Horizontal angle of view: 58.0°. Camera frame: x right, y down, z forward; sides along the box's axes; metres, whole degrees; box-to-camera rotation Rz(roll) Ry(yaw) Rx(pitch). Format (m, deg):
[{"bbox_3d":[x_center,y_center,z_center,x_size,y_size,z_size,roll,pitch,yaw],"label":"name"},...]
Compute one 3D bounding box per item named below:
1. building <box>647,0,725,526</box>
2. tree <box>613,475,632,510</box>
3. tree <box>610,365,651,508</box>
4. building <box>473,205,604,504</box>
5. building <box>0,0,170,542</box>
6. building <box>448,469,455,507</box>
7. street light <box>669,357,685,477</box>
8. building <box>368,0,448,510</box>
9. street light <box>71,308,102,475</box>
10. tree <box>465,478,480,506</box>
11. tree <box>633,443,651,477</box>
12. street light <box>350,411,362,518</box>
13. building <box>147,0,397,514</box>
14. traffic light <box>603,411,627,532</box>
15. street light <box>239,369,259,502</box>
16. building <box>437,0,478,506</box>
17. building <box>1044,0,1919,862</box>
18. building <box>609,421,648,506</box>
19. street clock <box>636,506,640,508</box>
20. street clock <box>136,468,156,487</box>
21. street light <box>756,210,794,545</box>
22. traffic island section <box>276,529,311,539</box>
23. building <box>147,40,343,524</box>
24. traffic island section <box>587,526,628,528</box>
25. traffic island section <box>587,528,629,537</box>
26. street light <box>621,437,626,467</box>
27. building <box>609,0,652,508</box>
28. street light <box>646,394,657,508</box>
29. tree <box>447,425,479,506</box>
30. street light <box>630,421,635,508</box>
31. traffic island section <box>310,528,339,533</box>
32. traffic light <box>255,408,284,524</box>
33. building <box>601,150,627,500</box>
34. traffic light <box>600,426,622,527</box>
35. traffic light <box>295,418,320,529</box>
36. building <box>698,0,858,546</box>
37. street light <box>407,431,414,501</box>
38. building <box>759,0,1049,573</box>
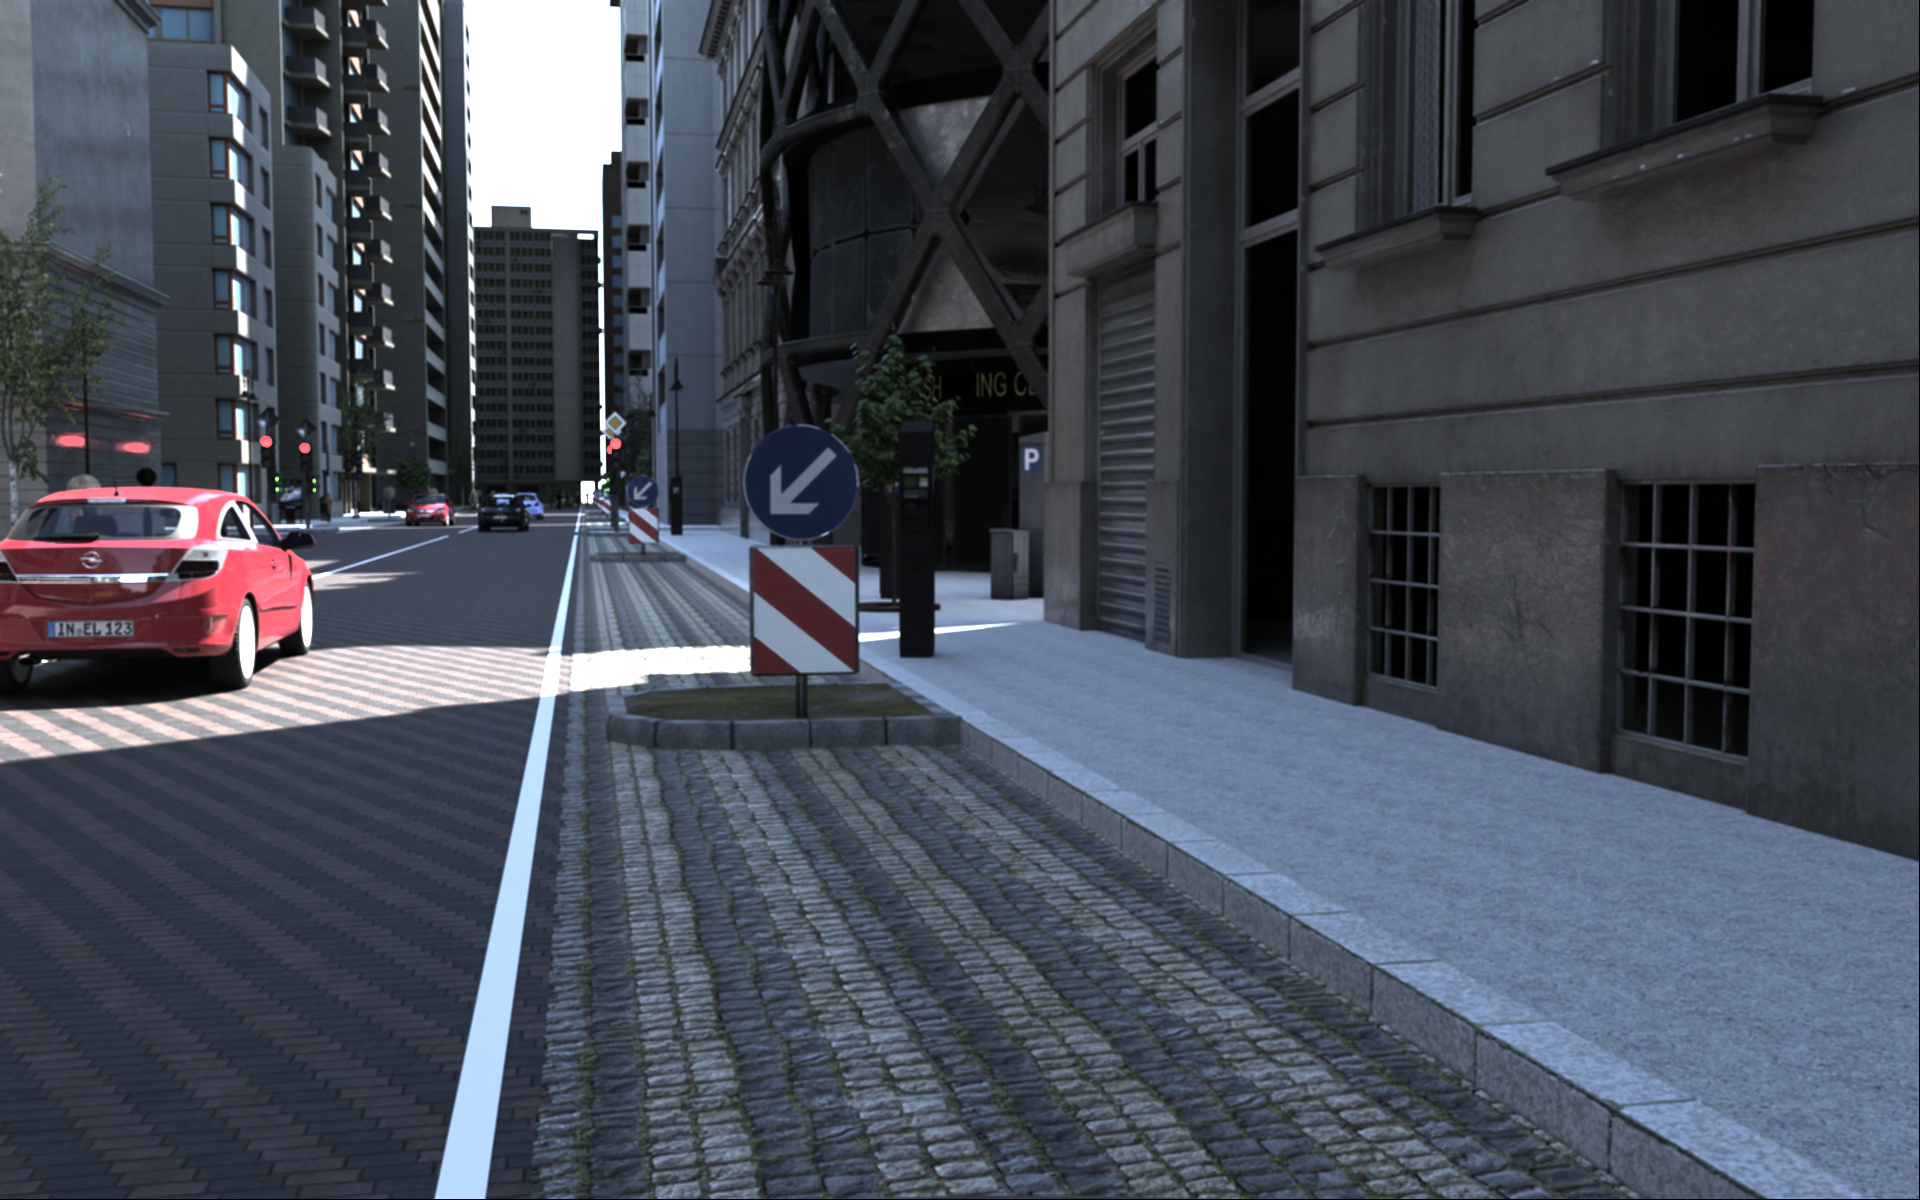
[{"bbox_3d":[0.659,-32.729,77.112,28.212,58.520,21.231,-1,4,-12],"label":"building"},{"bbox_3d":[-28.447,-9.274,146.237,1.663,3.219,1.824,0,3,0],"label":"tree"},{"bbox_3d":[-17.866,-9.133,99.689,4.360,8.622,3.978,0,3,0],"label":"tree"},{"bbox_3d":[-60.850,-33.269,235.829,23.993,40.220,32.217,-1,4,-12],"label":"building"},{"bbox_3d":[-40.411,-13.819,45.018,34.723,24.649,14.460,-1,4,-12],"label":"building"},{"bbox_3d":[-59.624,-44.432,164.720,20.563,71.187,20.611,-1,4,-12],"label":"building"},{"bbox_3d":[-9.526,-5.230,58.291,0.468,5.910,1.993,-1,4,-12],"label":"street light"},{"bbox_3d":[-55.086,-31.874,144.838,21.300,48.544,21.600,-1,4,-12],"label":"building"},{"bbox_3d":[-21.740,-4.300,43.098,0.468,5.910,1.993,-1,4,-12],"label":"street light"},{"bbox_3d":[-53.542,-11.908,189.295,1.663,3.219,1.824,0,3,0],"label":"tree"},{"bbox_3d":[-16.239,-6.819,95.197,4.285,4.588,4.351,0,3,0],"label":"tree"},{"bbox_3d":[-32.850,-7.436,94.370,0.468,5.910,1.993,-1,4,-12],"label":"street light"},{"bbox_3d":[-49.802,-28.093,113.951,22.147,44.769,28.867,-1,4,-12],"label":"building"},{"bbox_3d":[-11.699,-4.273,58.780,0.839,4.253,0.868,-1,4,-12],"label":"traffic light"},{"bbox_3d":[-26.258,-5.581,64.031,0.468,5.910,1.993,-1,4,-12],"label":"street light"},{"bbox_3d":[-70.246,-40.092,197.495,28.212,58.520,21.231,-1,4,-12],"label":"building"},{"bbox_3d":[10.962,-10.471,4.492,16.112,22.955,30.059,-1,4,-12],"label":"building"},{"bbox_3d":[-31.529,-46.928,205.516,20.563,71.187,20.611,-1,4,-12],"label":"building"},{"bbox_3d":[-19.552,-6.150,105.125,0.471,2.002,0.358,-3,5,-41],"label":"street clock"},{"bbox_3d":[-22.867,-2.700,48.714,0.358,2.002,0.471,3,5,42],"label":"street clock"},{"bbox_3d":[-3.037,-3.407,28.500,0.468,5.910,1.993,-1,4,-12],"label":"street light"},{"bbox_3d":[-22.546,-2.096,56.548,2.009,0.180,2.903,-1,4,-12],"label":"traffic island section"},{"bbox_3d":[-44.550,-14.256,78.127,27.650,21.520,28.899,-1,4,-12],"label":"building"},{"bbox_3d":[-13.354,-2.717,66.706,2.009,0.180,2.903,-1,4,-12],"label":"traffic island section"},{"bbox_3d":[-11.657,-2.240,58.902,2.009,0.180,2.903,-1,4,-12],"label":"traffic island section"},{"bbox_3d":[-26.939,-10.133,138.455,0.468,5.910,1.993,-1,4,-12],"label":"street light"},{"bbox_3d":[-17.967,-35.117,163.399,28.713,52.752,27.495,-1,4,-12],"label":"building"},{"bbox_3d":[-14.009,-6.477,78.682,0.468,5.910,1.993,-1,4,-12],"label":"street light"},{"bbox_3d":[-53.093,-14.316,184.425,4.737,8.622,4.395,0,3,0],"label":"tree"},{"bbox_3d":[-20.503,-8.308,108.626,0.468,5.910,1.993,-1,4,-12],"label":"street light"},{"bbox_3d":[-24.243,-2.573,64.352,2.009,0.180,2.903,-1,4,-12],"label":"traffic island section"},{"bbox_3d":[-22.505,-4.129,56.423,0.839,4.253,0.868,-1,4,-12],"label":"traffic light"},{"bbox_3d":[-40.057,-35.462,229.915,14.200,45.320,14.600,-1,4,-12],"label":"building"},{"bbox_3d":[-13.395,-4.750,66.583,0.839,4.253,0.868,-1,4,-12],"label":"traffic light"},{"bbox_3d":[-24.201,-4.606,64.226,0.839,4.253,0.868,-1,4,-12],"label":"traffic light"},{"bbox_3d":[-1.678,-11.395,50.937,10.561,19.102,19.286,-1,4,-12],"label":"building"},{"bbox_3d":[-39.324,-9.259,124.165,0.468,5.910,1.993,-1,4,-12],"label":"street light"},{"bbox_3d":[4.526,-10.128,33.047,16.820,18.784,16.811,-1,4,-12],"label":"building"}]
